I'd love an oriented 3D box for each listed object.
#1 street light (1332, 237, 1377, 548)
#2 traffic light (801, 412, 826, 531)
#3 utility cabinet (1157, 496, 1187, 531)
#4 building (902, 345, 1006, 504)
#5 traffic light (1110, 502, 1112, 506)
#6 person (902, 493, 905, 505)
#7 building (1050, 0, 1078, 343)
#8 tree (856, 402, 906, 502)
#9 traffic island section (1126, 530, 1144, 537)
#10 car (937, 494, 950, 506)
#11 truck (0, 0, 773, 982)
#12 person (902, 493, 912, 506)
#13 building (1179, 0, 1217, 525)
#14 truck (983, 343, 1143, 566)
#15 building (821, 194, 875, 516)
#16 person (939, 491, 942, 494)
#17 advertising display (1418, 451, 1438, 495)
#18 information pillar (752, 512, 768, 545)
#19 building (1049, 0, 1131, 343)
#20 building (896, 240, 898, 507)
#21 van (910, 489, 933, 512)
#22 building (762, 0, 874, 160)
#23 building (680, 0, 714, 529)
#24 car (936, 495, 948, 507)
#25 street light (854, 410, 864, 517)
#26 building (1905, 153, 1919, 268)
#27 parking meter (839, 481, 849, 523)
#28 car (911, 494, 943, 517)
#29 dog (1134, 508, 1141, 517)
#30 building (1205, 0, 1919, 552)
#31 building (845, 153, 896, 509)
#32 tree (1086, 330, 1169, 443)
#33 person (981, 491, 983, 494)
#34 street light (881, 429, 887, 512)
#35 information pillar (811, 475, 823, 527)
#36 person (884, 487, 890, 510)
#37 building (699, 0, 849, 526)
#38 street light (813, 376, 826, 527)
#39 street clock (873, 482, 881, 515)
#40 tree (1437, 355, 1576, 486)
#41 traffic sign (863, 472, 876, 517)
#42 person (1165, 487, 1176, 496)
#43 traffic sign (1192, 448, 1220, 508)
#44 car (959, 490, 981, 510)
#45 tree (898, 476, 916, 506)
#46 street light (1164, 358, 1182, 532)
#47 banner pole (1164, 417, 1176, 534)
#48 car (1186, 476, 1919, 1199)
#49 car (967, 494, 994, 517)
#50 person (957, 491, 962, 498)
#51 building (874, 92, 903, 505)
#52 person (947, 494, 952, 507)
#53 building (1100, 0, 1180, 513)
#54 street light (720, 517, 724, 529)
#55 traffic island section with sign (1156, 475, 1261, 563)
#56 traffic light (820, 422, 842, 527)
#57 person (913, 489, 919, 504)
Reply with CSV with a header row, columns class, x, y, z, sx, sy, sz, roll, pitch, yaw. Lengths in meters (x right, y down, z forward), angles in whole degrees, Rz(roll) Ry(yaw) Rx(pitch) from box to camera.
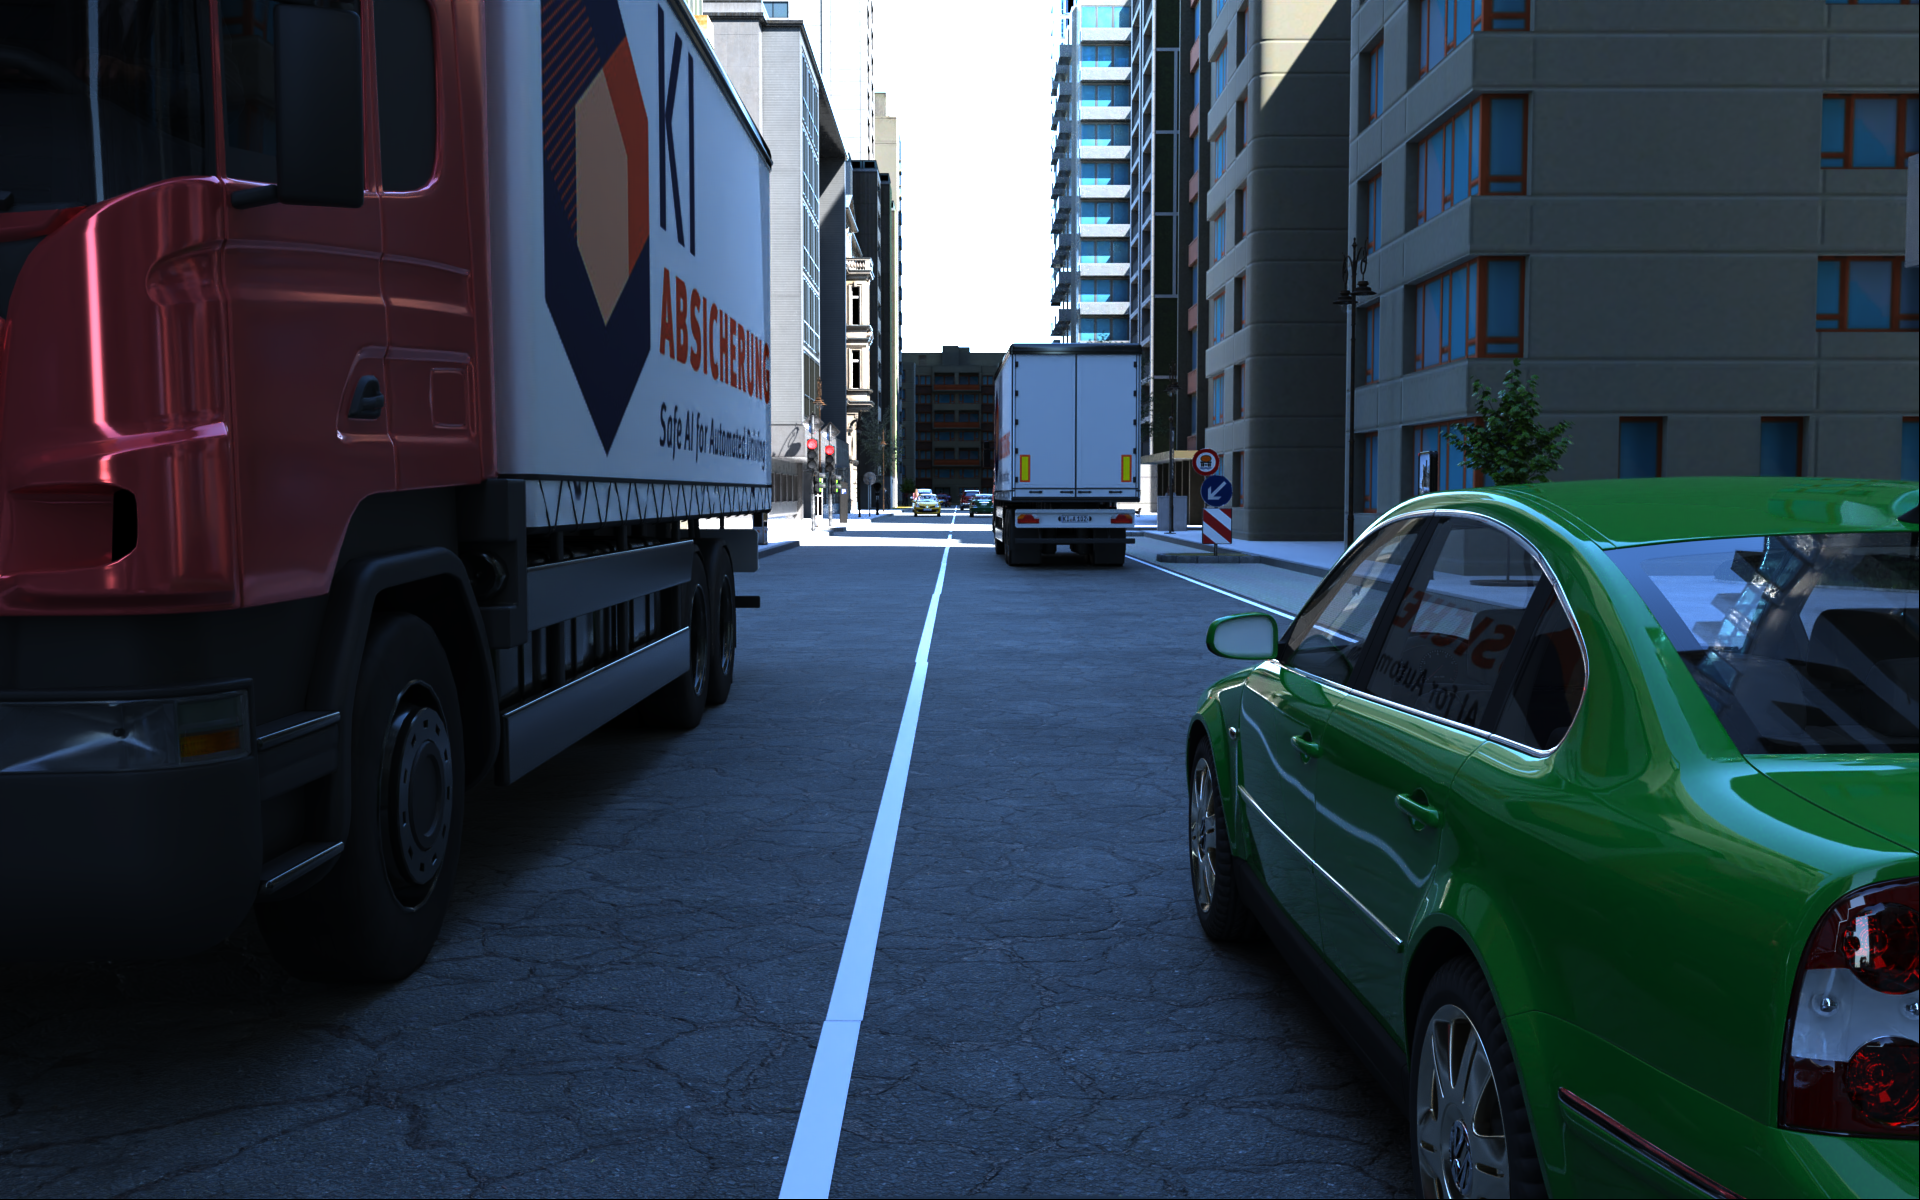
class,x,y,z,sx,sy,sz,roll,pitch,yaw
street light,7.112,-3.584,31.391,0.468,5.910,1.993,0,3,0
traffic light,-5.023,-4.309,59.379,0.839,4.253,0.868,0,3,0
utility cabinet,7.378,-3.000,60.217,1.020,1.237,0.306,0,4,1
building,-0.454,-24.220,241.030,28.899,21.520,27.650,0,3,0
traffic light,5.138,-4.311,59.400,0.839,4.253,0.868,0,3,0
person,-6.343,-11.572,196.160,0.530,1.710,0.541,1,4,10
building,19.347,-54.259,199.806,22.319,86.520,31.000,0,3,0
tree,-6.447,-11.589,139.834,4.360,8.622,3.978,0,3,0
traffic island section,5.178,-2.277,59.514,2.009,0.180,2.903,0,3,0
car,-2.141,-12.398,211.743,2.155,1.783,4.494,0,4,0
truck,-2.756,-1.197,8.482,2.839,4.237,11.283,0,4,0
person,-5.585,-10.754,182.589,1.217,1.743,0.721,2,4,30
building,22.782,-25.892,77.960,28.867,44.769,22.147,0,3,0
truck,2.056,-2.987,37.756,2.839,4.237,11.283,0,4,-1
building,-13.033,-18.146,115.768,14.460,24.649,34.723,0,3,0
person,-2.468,-12.889,218.868,1.348,1.869,0.705,0,4,-1
advertising display,7.094,-1.290,26.300,0.123,1.923,0.974,0,4,5
information pillar,-5.043,-2.396,43.674,0.304,2.012,0.304,1,4,16
building,20.311,-33.660,169.953,23.786,49.044,30.456,0,3,0
building,-13.237,-23.966,163.539,14.160,30.474,14.107,0,3,0
van,-2.888,-7.944,136.903,2.013,2.044,4.112,0,4,1
building,-17.107,-45.366,179.980,20.563,71.187,20.611,0,3,0
building,-18.631,-21.349,40.934,23.993,40.220,32.217,0,3,0
car,-2.239,-10.832,189.683,1.945,1.354,3.894,0,3,0
street light,-5.557,-7.521,95.751,0.468,5.910,1.993,0,3,0
building,19.106,-23.420,2.518,23.786,49.044,30.456,0,3,0
parking meter,-5.099,-4.312,76.206,0.399,1.863,0.255,0,4,-4
car,-2.094,-6.145,110.699,2.015,1.641,3.980,0,4,-1
dog,9.909,-4.883,96.673,0.540,0.507,0.406,1,4,21
building,21.731,-11.983,40.966,27.650,21.520,28.899,0,3,0
building,-13.137,-23.104,149.458,14.160,30.474,14.107,0,3,0
tree,8.185,-10.091,99.401,8.767,10.594,7.601,2,4,34
person,2.325,-10.957,188.474,1.217,1.723,0.721,1,4,19
street light,-5.447,-9.203,123.253,0.468,5.910,1.993,0,3,0
information pillar,-5.507,-3.806,66.726,0.304,2.012,0.304,2,4,33
person,-6.096,-8.352,142.374,0.755,1.850,0.659,-1,4,-12
building,-13.406,-16.170,83.438,14.314,24.678,30.058,0,3,0
street light,-5.521,-5.839,68.248,0.468,5.910,1.993,0,3,0
street clock,-5.052,-6.198,105.907,0.471,2.002,0.358,0,4,-6
tree,7.834,-1.815,24.279,1.663,3.219,1.824,0,3,0
traffic sign,-5.149,-6.028,98.657,0.768,2.556,0.104,0,4,3
person,7.949,-3.405,64.450,0.520,1.790,0.573,-3,4,-37
traffic sign,6.857,-2.950,48.346,0.768,2.556,0.104,0,4,8
car,1.033,-8.806,152.649,2.281,1.827,5.304,0,4,0
tree,-5.610,-11.358,180.300,1.663,3.219,1.824,0,3,0
street light,7.219,-5.266,58.894,0.468,5.910,1.993,0,3,0
banner pole,6.876,-4.049,56.212,0.401,3.779,0.863,1,4,17
car,1.677,0.281,4.207,1.959,1.807,4.718,0,4,-1
car,1.516,-5.912,108.454,2.131,1.459,4.920,0,4,1
person,0.201,-12.603,214.633,1.350,1.814,0.705,1,4,21
building,-17.813,-35.632,206.279,21.600,48.544,21.300,0,3,0
person,-1.220,-11.062,192.603,0.421,1.427,0.697,-3,5,-41
building,20.823,-41.664,119.461,20.563,71.187,20.611,0,3,0
street light,-5.445,-4.078,39.468,0.468,5.910,1.993,0,3,0
traffic island section with sign,5.189,-1.705,36.507,1.989,1.847,2.006,0,3,0
traffic light,-5.026,-4.798,67.364,0.839,4.253,0.868,0,3,0
person,-3.210,-7.332,128.384,0.555,1.821,0.388,0,4,3
